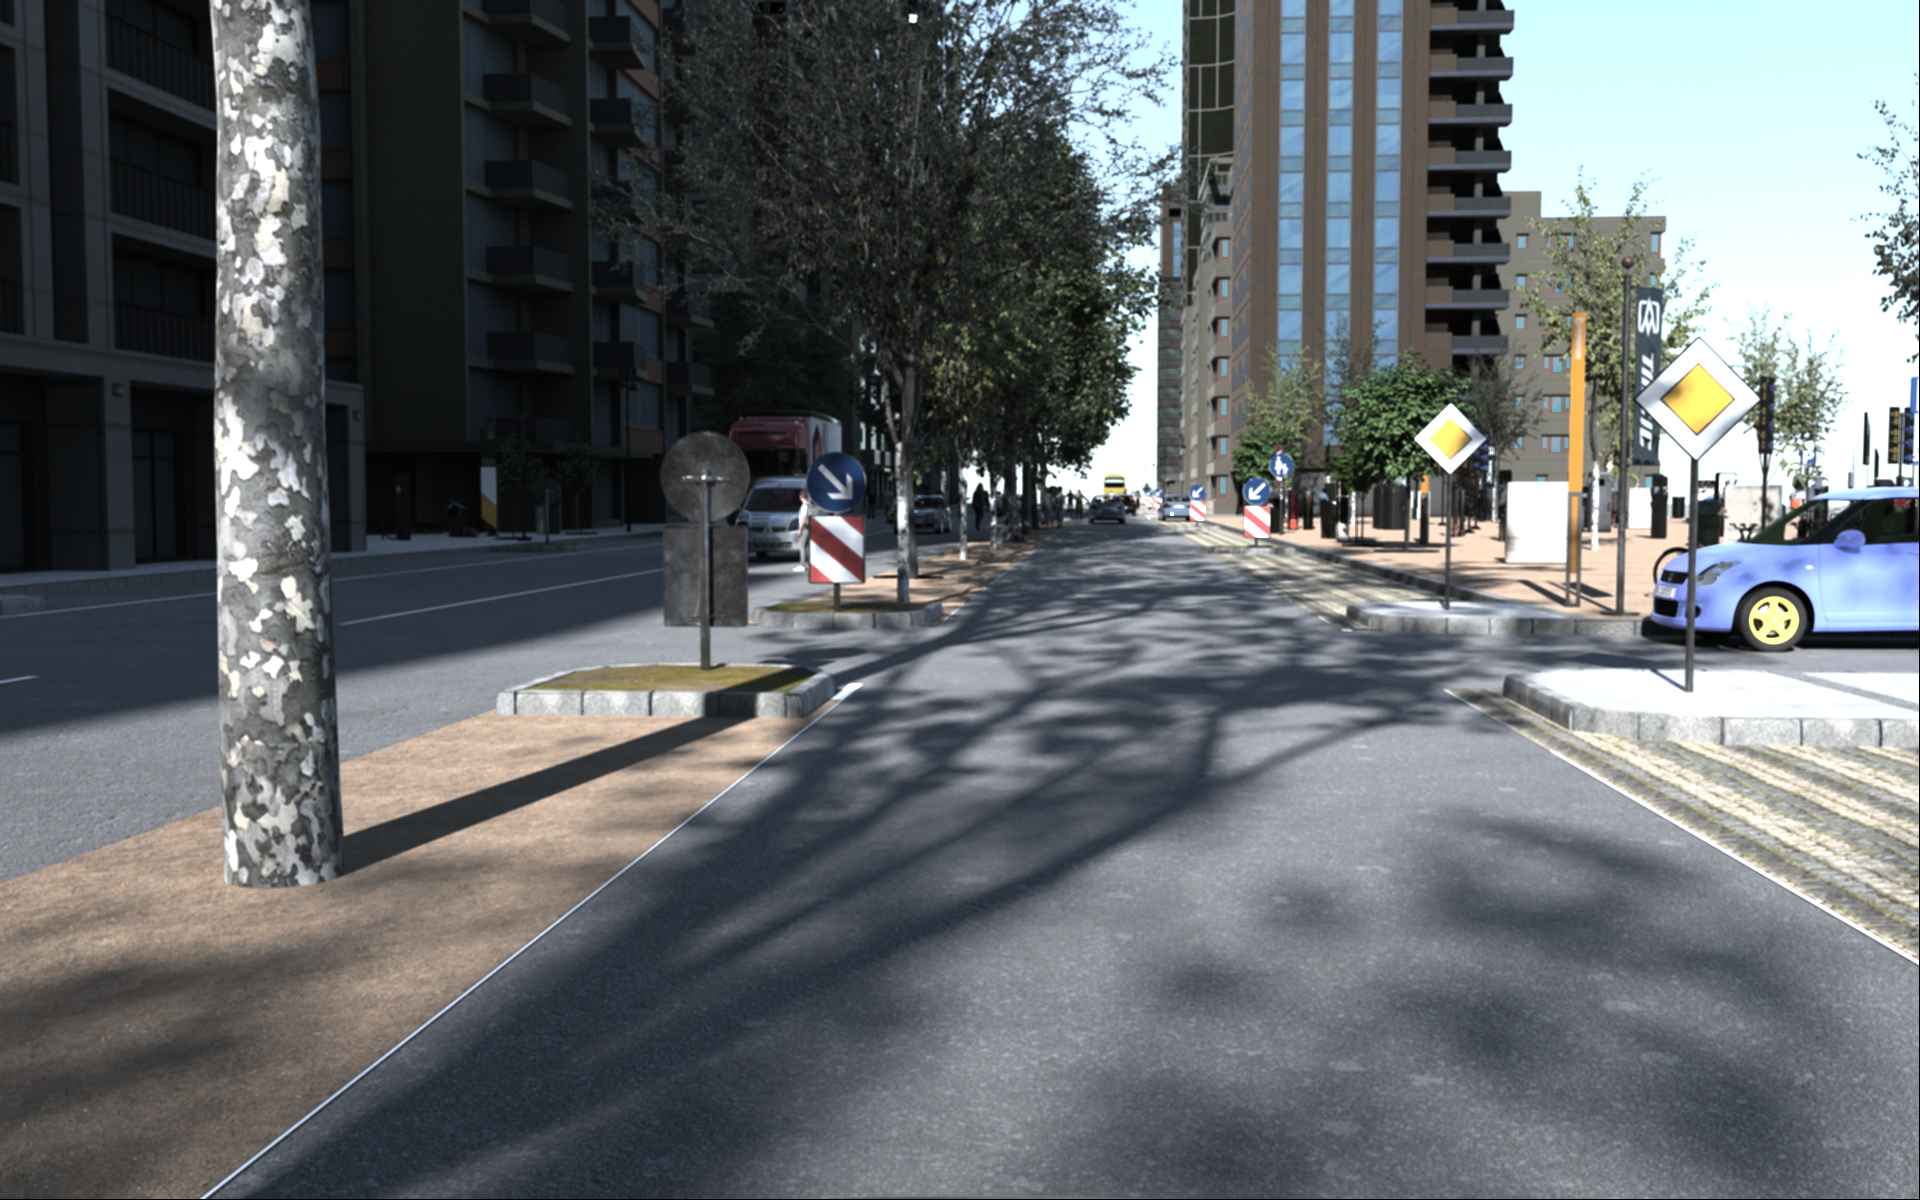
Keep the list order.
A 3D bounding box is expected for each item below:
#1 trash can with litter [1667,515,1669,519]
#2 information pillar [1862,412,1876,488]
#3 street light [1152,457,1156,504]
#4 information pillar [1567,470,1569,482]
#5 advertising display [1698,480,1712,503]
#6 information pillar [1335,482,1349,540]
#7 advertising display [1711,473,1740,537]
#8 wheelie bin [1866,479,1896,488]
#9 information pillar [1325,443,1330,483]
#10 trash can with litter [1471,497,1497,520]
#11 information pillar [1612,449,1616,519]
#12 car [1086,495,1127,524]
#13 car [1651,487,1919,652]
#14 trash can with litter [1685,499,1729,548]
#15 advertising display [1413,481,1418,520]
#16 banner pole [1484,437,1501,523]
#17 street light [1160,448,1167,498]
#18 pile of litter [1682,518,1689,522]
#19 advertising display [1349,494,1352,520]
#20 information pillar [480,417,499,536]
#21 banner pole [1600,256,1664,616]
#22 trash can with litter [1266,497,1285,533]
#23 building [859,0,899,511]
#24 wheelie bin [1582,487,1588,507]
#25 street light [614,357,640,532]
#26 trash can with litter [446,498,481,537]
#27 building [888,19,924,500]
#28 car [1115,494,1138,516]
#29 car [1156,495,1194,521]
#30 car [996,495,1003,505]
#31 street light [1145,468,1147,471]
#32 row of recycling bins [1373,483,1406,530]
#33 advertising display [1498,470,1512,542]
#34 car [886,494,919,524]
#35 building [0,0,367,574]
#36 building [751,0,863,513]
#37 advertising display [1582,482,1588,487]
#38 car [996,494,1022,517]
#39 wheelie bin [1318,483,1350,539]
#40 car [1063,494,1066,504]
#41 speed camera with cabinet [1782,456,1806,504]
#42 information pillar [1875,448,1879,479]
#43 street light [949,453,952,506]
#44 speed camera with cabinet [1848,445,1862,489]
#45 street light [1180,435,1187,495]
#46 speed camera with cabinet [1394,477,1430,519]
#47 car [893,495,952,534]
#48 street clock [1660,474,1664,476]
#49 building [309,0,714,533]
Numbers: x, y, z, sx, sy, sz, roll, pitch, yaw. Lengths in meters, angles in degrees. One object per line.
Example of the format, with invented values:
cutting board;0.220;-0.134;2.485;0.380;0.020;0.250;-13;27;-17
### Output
trash can with litter;35.390;-4.744;88.620;1.678;1.210;2.233;-3;4;-36
information pillar;25.867;-3.554;49.469;0.183;3.616;0.504;3;4;39
street light;24.070;-14.844;215.484;0.468;5.910;1.993;0;4;5
information pillar;18.461;-2.914;52.140;0.304;2.012;0.304;-1;4;-9
advertising display;34.927;-4.656;81.340;0.974;1.923;0.123;2;4;33
information pillar;10.763;-2.706;48.733;0.304;2.012;0.304;0;4;-5
advertising display;23.044;-2.870;52.139;0.974;1.923;0.123;-2;4;-35
wheelie bin;19.427;-1.750;36.515;0.980;1.594;0.693;-2;4;-31
information pillar;16.774;-5.367;79.103;0.183;3.616;0.504;0;4;-5
trash can with litter;26.757;-4.665;87.332;2.233;1.210;1.678;2;4;25
information pillar;33.784;-6.025;89.867;0.504;3.616;0.183;-1;4;-12
car;7.112;-4.407;84.064;2.014;1.417;4.499;0;4;4
car;8.517;-0.412;16.333;3.694;1.707;1.945;0;4;5
trash can with litter;15.121;-1.451;35.110;0.624;1.170;1.055;3;5;39
advertising display;22.692;-4.959;86.298;0.123;1.923;0.974;0;4;8
banner pole;23.580;-5.297;76.620;0.863;3.779;0.401;0;4;5
street light;20.756;-12.576;178.408;0.468;5.910;1.993;0;4;5
pile of litter;33.869;-3.971;78.885;1.719;0.858;1.176;3;5;41
advertising display;19.522;-5.002;87.003;0.123;1.923;0.974;3;4;39
information pillar;-14.337;-3.752;52.702;0.504;3.616;0.183;-3;4;-37
banner pole;7.220;-1.740;18.465;0.863;3.779;0.401;-2;4;-34
trash can with litter;10.302;-2.773;56.732;0.624;1.170;1.055;0;4;6
building;-16.936;-31.853;140.398;23.786;49.044;30.456;0;4;5
wheelie bin;26.556;-4.024;73.694;0.693;1.594;0.980;-1;4;-23
street light;-11.204;-5.238;58.426;0.468;5.910;1.993;0;4;5
trash can with litter;-14.776;-2.460;51.600;1.055;1.170;0.624;1;4;18
building;-10.962;-31.331;162.374;14.600;45.320;14.200;0;4;5
car;10.766;-6.399;114.410;2.009;1.686;4.222;0;4;5
car;11.419;-4.864;91.536;2.014;1.417;4.499;0;4;4
car;4.388;-10.355;181.666;2.083;1.381;4.827;0;4;6
street light;27.141;-17.113;252.580;0.468;5.910;1.993;0;4;5
row of recycling bins;15.805;-3.467;63.793;1.069;1.692;3.534;0;4;6
advertising display;14.679;-2.536;46.685;0.123;1.923;0.974;0;4;4
car;-2.525;-4.528;84.254;2.015;1.641;3.980;0;4;3
building;-23.903;-36.387;33.178;20.563;71.187;20.611;0;4;5
building;-14.534;-26.510;117.029;14.154;41.232;14.086;0;4;5
advertising display;32.074;-5.139;89.240;0.123;1.923;0.974;3;5;41
car;3.352;-6.043;110.608;2.131;1.459;4.920;0;4;6
wheelie bin;10.789;-2.583;50.140;0.980;1.594;0.693;-1;4;-21
car;13.903;-14.309;242.987;2.155;1.783;4.494;0;4;3
speed camera with cabinet;38.044;-5.240;80.006;2.038;3.252;0.660;2;4;29
information pillar;46.455;-5.901;87.840;0.183;3.616;0.504;1;4;12
street light;-0.910;-12.704;180.500;0.468;5.910;1.993;0;4;5
speed camera with cabinet;35.811;-4.543;68.610;0.660;3.252;2.038;1;4;10
street light;17.037;-9.762;132.390;0.468;5.910;1.993;0;4;5
speed camera with cabinet;23.382;-5.826;89.586;0.660;3.252;2.038;-2;4;-30
car;-1.344;-3.160;63.664;2.014;1.417;4.499;0;4;6
street clock;25.368;-3.567;62.889;0.358;2.002;0.471;0;4;-3
building;-22.665;-25.428;70.378;22.147;44.769;28.867;0;4;5
